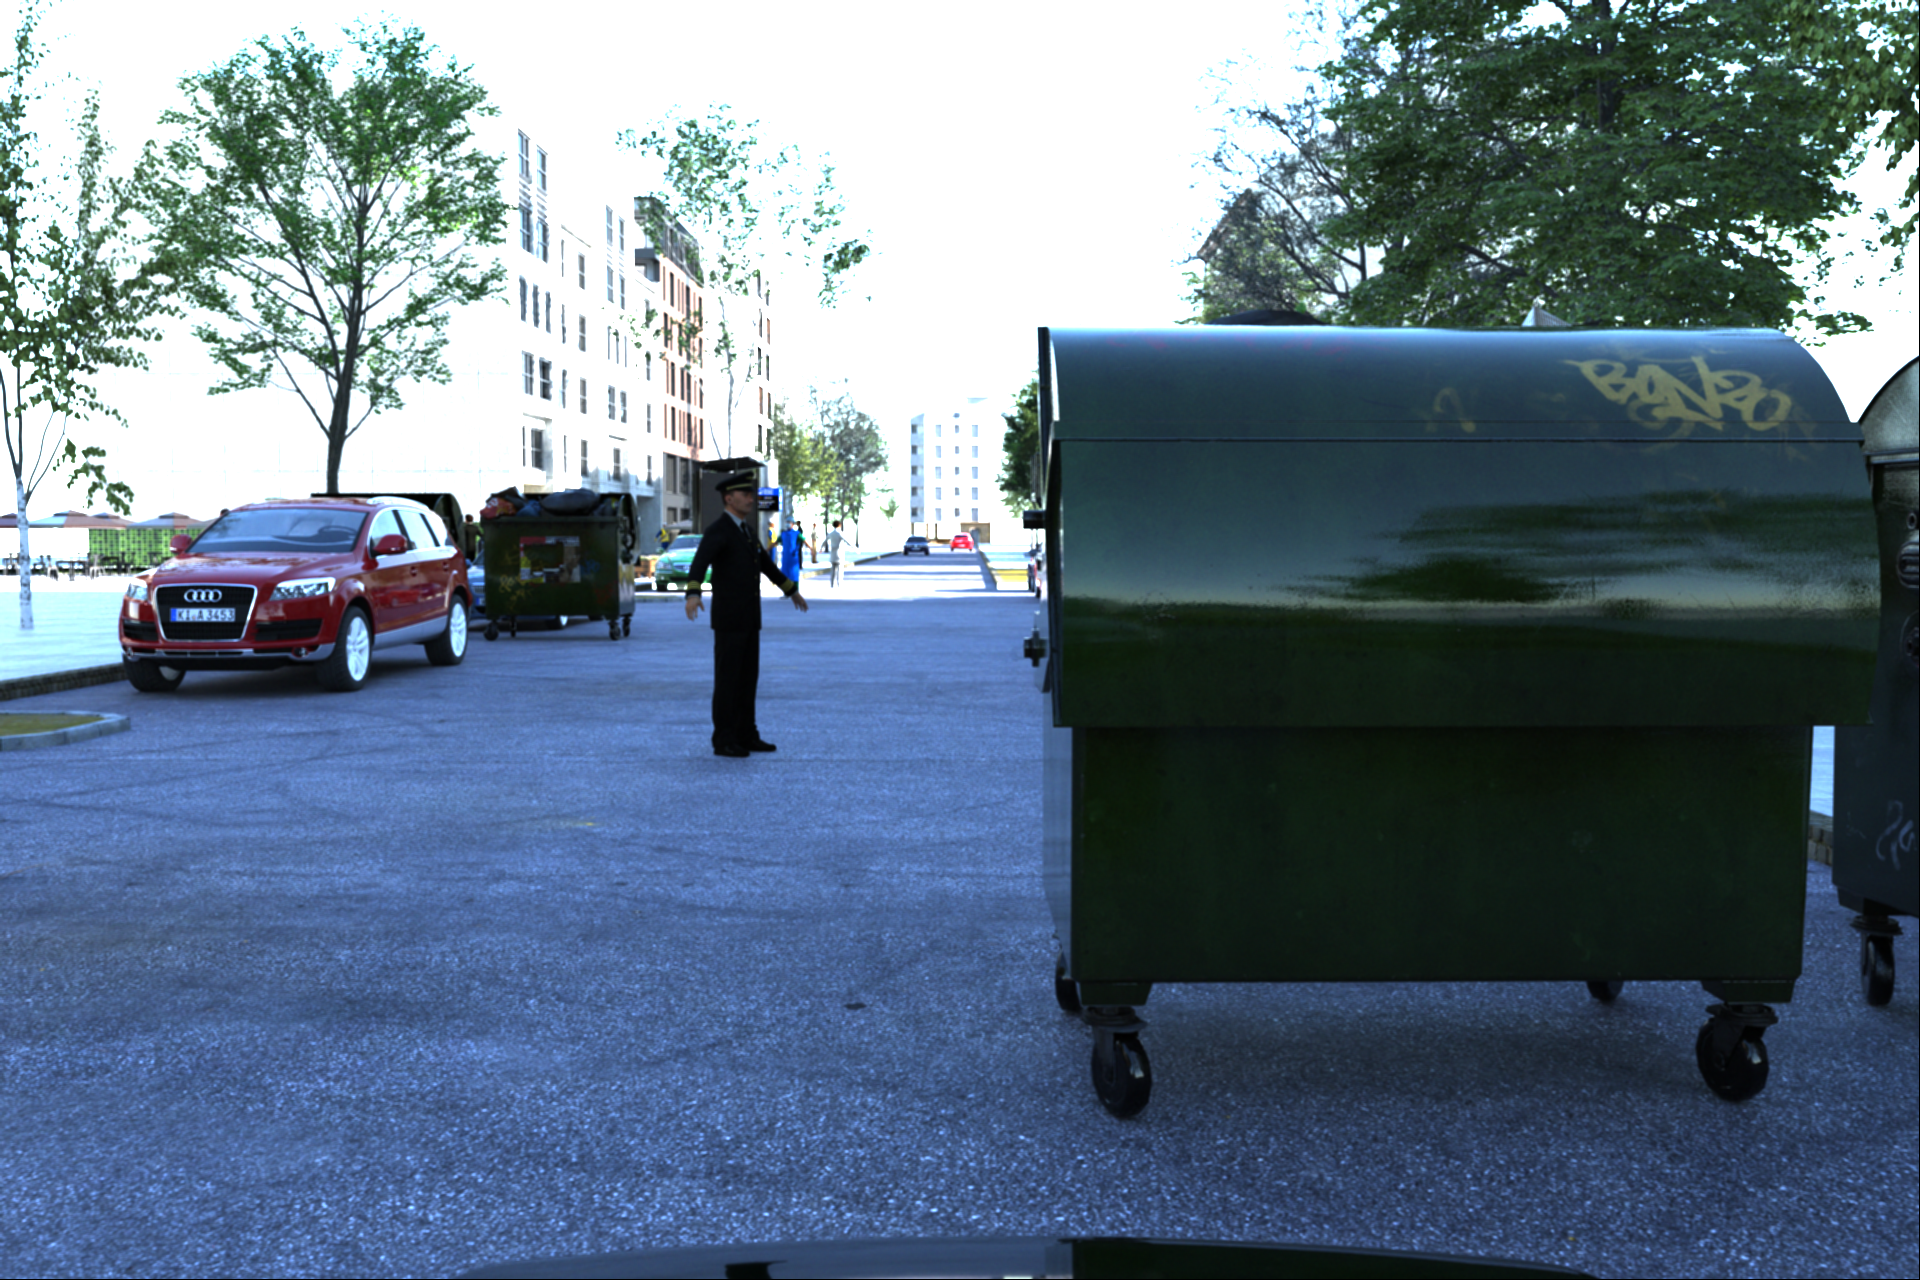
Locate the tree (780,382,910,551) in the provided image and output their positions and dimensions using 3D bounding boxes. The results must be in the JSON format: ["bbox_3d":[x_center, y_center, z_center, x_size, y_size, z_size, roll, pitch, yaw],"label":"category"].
[{"bbox_3d":[-9.065,-13.759,135.333,12.009,13.543,11.850,0,3,0],"label":"tree"}]

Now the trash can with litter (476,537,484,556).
[{"bbox_3d":[-10.179,-1.632,37.738,1.678,1.210,2.233,0,4,0],"label":"trash can with litter"}]

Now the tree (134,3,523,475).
[{"bbox_3d":[-12.378,-6.641,34.333,9.928,11.665,9.643,0,3,0],"label":"tree"}]

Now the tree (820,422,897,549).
[{"bbox_3d":[-9.164,-13.818,151.673,9.928,11.665,9.643,0,3,0],"label":"tree"}]

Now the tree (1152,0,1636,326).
[{"bbox_3d":[8.406,-7.567,34.098,12.009,13.543,11.850,0,3,0],"label":"tree"}]

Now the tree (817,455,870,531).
[{"bbox_3d":[-15.877,-19.529,237.419,7.486,12.596,7.792,0,3,0],"label":"tree"}]

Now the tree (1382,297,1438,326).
[{"bbox_3d":[13.601,-6.254,52.612,4.737,8.622,4.395,0,3,0],"label":"tree"}]

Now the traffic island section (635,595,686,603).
[{"bbox_3d":[-6.908,-0.880,37.256,1.991,0.108,1.994,0,4,1],"label":"traffic island section"}]

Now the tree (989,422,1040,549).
[{"bbox_3d":[5.990,-11.975,130.206,8.767,10.594,7.601,2,4,30],"label":"tree"}]

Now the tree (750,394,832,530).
[{"bbox_3d":[-9.470,-8.670,92.121,4.360,8.622,3.978,0,3,0],"label":"tree"}]

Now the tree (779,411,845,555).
[{"bbox_3d":[-9.158,-9.369,103.553,4.737,8.622,4.395,0,3,0],"label":"tree"}]

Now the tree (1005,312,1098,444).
[{"bbox_3d":[3.654,-6.599,58.250,4.737,8.622,4.395,0,3,0],"label":"tree"}]

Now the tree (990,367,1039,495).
[{"bbox_3d":[5.586,-9.357,87.391,7.601,10.594,8.767,2,4,26],"label":"tree"}]

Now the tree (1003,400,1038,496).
[{"bbox_3d":[6.514,-11.801,118.697,9.928,11.665,9.643,0,3,0],"label":"tree"}]

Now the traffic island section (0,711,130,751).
[{"bbox_3d":[-7.071,0.652,12.205,1.991,0.108,1.994,0,3,0],"label":"traffic island section"}]

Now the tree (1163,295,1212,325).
[{"bbox_3d":[7.924,-6.287,53.154,4.360,8.622,3.978,0,3,0],"label":"tree"}]

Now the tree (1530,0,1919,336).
[{"bbox_3d":[24.469,-12.183,55.083,12.611,20.169,13.585,0,3,0],"label":"tree"}]

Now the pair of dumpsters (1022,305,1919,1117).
[{"bbox_3d":[2.387,0.011,4.771,4.436,2.255,1.574,0,4,-1],"label":"pair of dumpsters"}]

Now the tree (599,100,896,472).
[{"bbox_3d":[-9.125,-13.348,74.129,12.611,20.169,13.585,0,3,0],"label":"tree"}]

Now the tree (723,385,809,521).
[{"bbox_3d":[-9.024,-8.243,85.135,4.360,8.622,3.978,0,3,0],"label":"tree"}]

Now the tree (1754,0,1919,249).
[{"bbox_3d":[8.266,-3.865,13.558,4.737,8.622,4.395,0,3,0],"label":"tree"}]

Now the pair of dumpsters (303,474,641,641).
[{"bbox_3d":[-6.677,-1.144,23.650,4.436,2.255,1.574,0,4,0],"label":"pair of dumpsters"}]

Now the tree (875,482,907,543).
[{"bbox_3d":[-9.475,-17.474,236.066,4.737,8.622,4.395,0,3,0],"label":"tree"}]

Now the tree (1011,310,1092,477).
[{"bbox_3d":[5.646,-8.471,72.915,7.601,10.594,8.767,0,4,1],"label":"tree"}]

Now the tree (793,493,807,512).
[{"bbox_3d":[-24.773,-19.388,242.753,9.928,11.665,9.643,0,3,0],"label":"tree"}]

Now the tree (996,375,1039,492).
[{"bbox_3d":[5.664,-11.040,106.258,9.928,11.665,9.643,0,3,0],"label":"tree"}]

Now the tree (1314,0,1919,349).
[{"bbox_3d":[8.395,-6.399,22.758,7.486,12.596,7.792,0,3,0],"label":"tree"}]

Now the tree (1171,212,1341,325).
[{"bbox_3d":[10.640,-8.809,62.156,7.486,12.596,7.792,0,3,0],"label":"tree"}]

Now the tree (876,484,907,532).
[{"bbox_3d":[-9.200,-17.919,243.335,4.360,8.622,3.978,0,3,0],"label":"tree"}]

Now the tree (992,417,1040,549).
[{"bbox_3d":[6.496,-14.065,148.089,7.486,12.596,7.792,0,3,0],"label":"tree"}]

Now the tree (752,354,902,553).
[{"bbox_3d":[-9.121,-12.679,117.667,12.009,13.543,11.850,0,3,0],"label":"tree"}]
